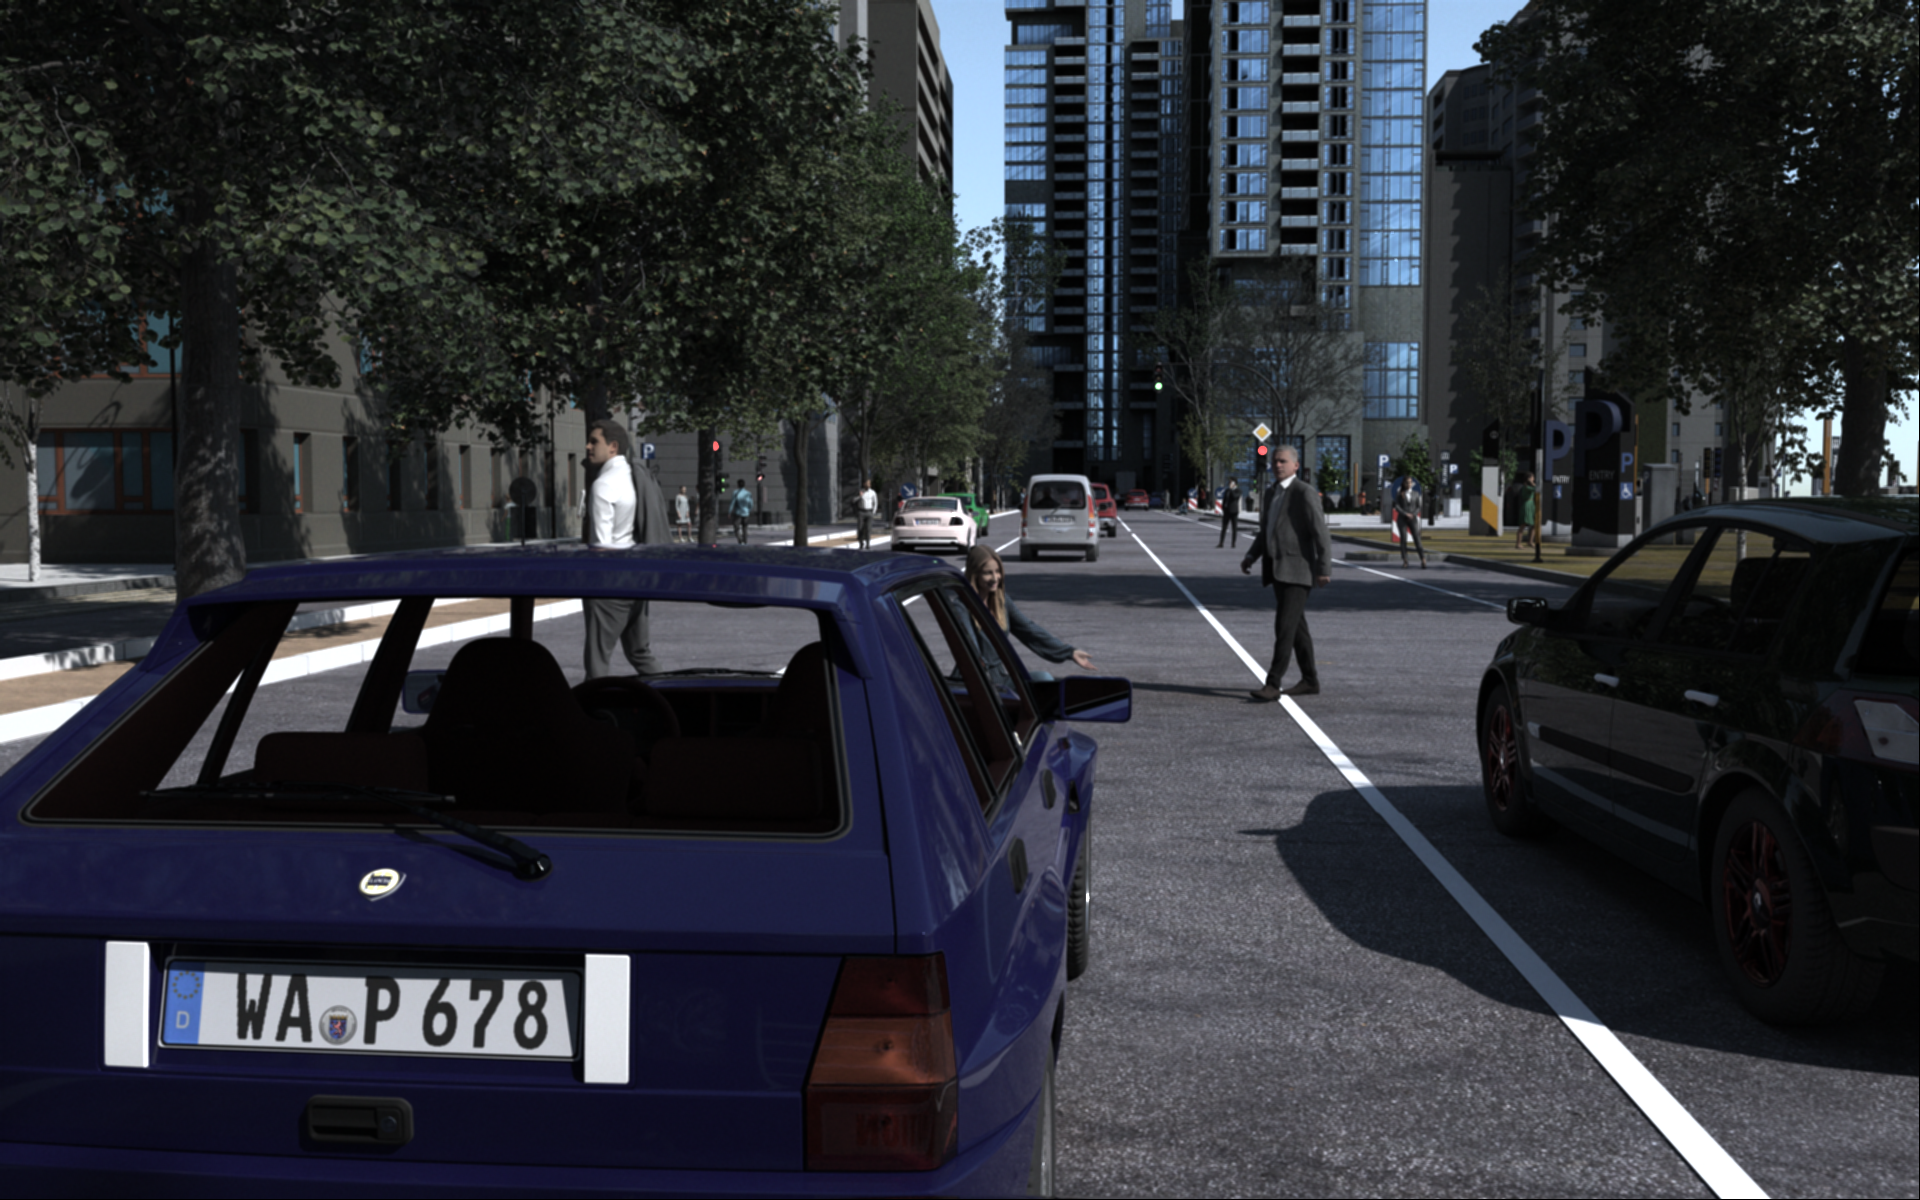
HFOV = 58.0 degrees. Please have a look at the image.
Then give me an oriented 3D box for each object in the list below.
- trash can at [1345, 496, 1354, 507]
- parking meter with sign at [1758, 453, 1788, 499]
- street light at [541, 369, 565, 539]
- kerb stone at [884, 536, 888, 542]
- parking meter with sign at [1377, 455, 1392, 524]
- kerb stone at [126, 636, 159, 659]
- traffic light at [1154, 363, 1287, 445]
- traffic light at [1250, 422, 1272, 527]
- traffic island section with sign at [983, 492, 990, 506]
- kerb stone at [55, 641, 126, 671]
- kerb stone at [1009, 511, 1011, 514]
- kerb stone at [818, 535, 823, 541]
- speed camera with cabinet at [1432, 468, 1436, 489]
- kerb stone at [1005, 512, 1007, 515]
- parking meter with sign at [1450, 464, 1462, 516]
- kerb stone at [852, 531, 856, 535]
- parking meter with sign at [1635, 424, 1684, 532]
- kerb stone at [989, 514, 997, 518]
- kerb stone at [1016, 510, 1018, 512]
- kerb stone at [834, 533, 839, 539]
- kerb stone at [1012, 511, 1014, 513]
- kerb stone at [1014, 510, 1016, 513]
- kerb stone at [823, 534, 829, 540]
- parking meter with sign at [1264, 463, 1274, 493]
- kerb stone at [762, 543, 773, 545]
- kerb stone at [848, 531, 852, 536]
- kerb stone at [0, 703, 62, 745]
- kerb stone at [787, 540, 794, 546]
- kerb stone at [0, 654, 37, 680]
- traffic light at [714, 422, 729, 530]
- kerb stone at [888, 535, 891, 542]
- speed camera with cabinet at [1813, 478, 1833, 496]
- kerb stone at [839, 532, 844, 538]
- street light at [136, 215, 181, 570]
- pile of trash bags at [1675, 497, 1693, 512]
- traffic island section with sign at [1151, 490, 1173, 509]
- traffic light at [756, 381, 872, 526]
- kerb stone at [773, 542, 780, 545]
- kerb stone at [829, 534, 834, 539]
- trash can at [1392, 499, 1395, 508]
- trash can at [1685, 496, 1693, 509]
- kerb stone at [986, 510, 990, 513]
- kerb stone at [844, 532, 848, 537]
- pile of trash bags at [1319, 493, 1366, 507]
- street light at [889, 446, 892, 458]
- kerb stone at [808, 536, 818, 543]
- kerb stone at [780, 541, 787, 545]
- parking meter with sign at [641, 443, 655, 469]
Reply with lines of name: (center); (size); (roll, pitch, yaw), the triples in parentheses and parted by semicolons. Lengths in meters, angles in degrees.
trash can: (28.657, -7.089, 127.552); (0.748, 1.137, 0.748); (0, 3, 0)
parking meter with sign: (34.411, -4.766, 74.180); (1.738, 3.016, 0.543); (0, 4, 7)
street light: (-11.624, -4.685, 49.385); (0.468, 5.910, 1.993); (0, 4, 4)
kerb stone: (-2.313, -1.765, 51.063); (0.120, 0.150, 1.000); (0, 4, 4)
parking meter with sign: (18.599, -4.853, 75.601); (0.543, 3.016, 1.738); (0, 4, 6)
kerb stone: (-7.216, 0.415, 15.430); (0.120, 0.150, 1.000); (0, 4, 4)
traffic light: (9.077, -5.213, 59.899); (4.771, 5.953, 1.251); (0, 4, 4)
traffic light: (11.794, -4.827, 67.837); (0.839, 4.253, 0.868); (0, 4, 4)
traffic island section with sign: (2.533, -11.708, 200.047); (1.989, 1.847, 2.006); (0, 4, 4)
kerb stone: (-7.298, 0.478, 14.412); (0.120, 0.150, 1.000); (0, 4, 4)
kerb stone: (3.344, -6.175, 123.176); (0.120, 0.150, 1.000); (0, 4, 4)
kerb stone: (-4.334, -1.836, 52.221); (0.120, 0.150, 1.000); (0, 4, 4)
speed camera with cabinet: (35.130, -8.374, 131.250); (2.038, 3.252, 0.660); (0, 4, 6)
kerb stone: (2.948, -5.864, 118.068); (0.120, 0.150, 1.000); (0, 4, 4)
parking meter with sign: (28.677, -6.350, 100.083); (0.543, 3.016, 1.738); (0, 4, 3)
kerb stone: (-3.765, -2.273, 59.367); (0.120, 0.150, 1.000); (0, 4, 4)
parking meter with sign: (17.561, -2.887, 43.457); (1.738, 3.016, 0.543); (0, 4, -7)
kerb stone: (1.989, -5.113, 105.798); (0.120, 0.150, 1.000); (0, 4, 4)
kerb stone: (4.160, -6.801, 133.386); (0.120, 0.150, 1.000); (0, 4, 4)
kerb stone: (-4.087, -2.024, 55.286); (0.120, 0.150, 1.000); (0, 4, 4)
kerb stone: (3.674, -6.426, 127.256); (0.120, 0.150, 1.000); (0, 4, 4)
kerb stone: (3.910, -6.613, 130.320); (0.120, 0.150, 1.000); (0, 4, 4)
kerb stone: (-4.247, -1.899, 53.245); (0.120, 0.150, 1.000); (0, 4, 4)
parking meter with sign: (17.232, -6.132, 96.512); (0.543, 3.016, 1.738); (1, 4, 19)
kerb stone: (-4.975, -1.337, 44.049); (0.120, 0.150, 1.000); (0, 4, 4)
kerb stone: (-3.845, -2.207, 58.346); (0.120, 0.150, 1.000); (0, 4, 4)
kerb stone: (-5.521, 0.739, 10.194); (0.120, 0.150, 1.000); (0, 4, 4)
kerb stone: (-4.731, -1.524, 47.105); (0.120, 0.150, 1.000); (0, 4, 4)
kerb stone: (-7.372, 0.539, 13.392); (0.120, 0.150, 1.000); (0, 4, 4)
traffic light: (-8.633, -4.434, 61.409); (0.839, 4.253, 0.868); (0, 4, 4)
kerb stone: (-2.230, -1.823, 52.083); (0.120, 0.150, 1.000); (0, 4, 4)
speed camera with cabinet: (49.158, -6.308, 97.467); (2.038, 3.252, 0.660); (0, 4, 3)
kerb stone: (-3.999, -2.086, 56.308); (0.120, 0.150, 1.000); (0, 4, 4)
street light: (-13.183, -3.440, 29.027); (0.468, 5.910, 1.993); (0, 4, 4)
pile of trash bags: (44.308, -6.037, 108.462); (1.912, 1.369, 3.447); (-1, 4, -19)
traffic island section with sign: (19.840, -9.859, 169.821); (1.989, 1.847, 2.006); (0, 4, 4)
traffic light: (-5.915, -5.784, 69.242); (4.771, 5.953, 1.251); (0, 4, 4)
kerb stone: (-4.888, -1.399, 45.067); (0.120, 0.150, 1.000); (0, 4, 4)
kerb stone: (-4.169, -1.962, 54.268); (0.120, 0.150, 1.000); (0, 4, 4)
trash can: (21.740, -4.640, 87.515); (0.748, 1.137, 0.748); (0, 3, 0)
trash can: (56.072, -7.426, 133.061); (0.748, 1.137, 0.748); (0, 3, 0)
kerb stone: (2.382, -7.060, 137.624); (0.120, 0.150, 1.000); (0, 4, 4)
kerb stone: (-3.934, -2.149, 57.328); (0.120, 0.150, 1.000); (0, 4, 4)
pile of trash bags: (29.355, -7.495, 132.291); (3.447, 1.369, 1.912); (3, 4, 36)
street light: (-5.251, -9.727, 131.822); (0.468, 5.910, 1.993); (0, 4, 4)
kerb stone: (-4.405, -1.774, 51.198); (0.120, 0.150, 1.000); (0, 4, 4)
kerb stone: (-4.811, -1.456, 46.087); (0.120, 0.150, 1.000); (0, 4, 4)
parking meter with sign: (-11.286, -3.889, 59.846); (1.738, 3.016, 0.543); (3, 5, 41)
